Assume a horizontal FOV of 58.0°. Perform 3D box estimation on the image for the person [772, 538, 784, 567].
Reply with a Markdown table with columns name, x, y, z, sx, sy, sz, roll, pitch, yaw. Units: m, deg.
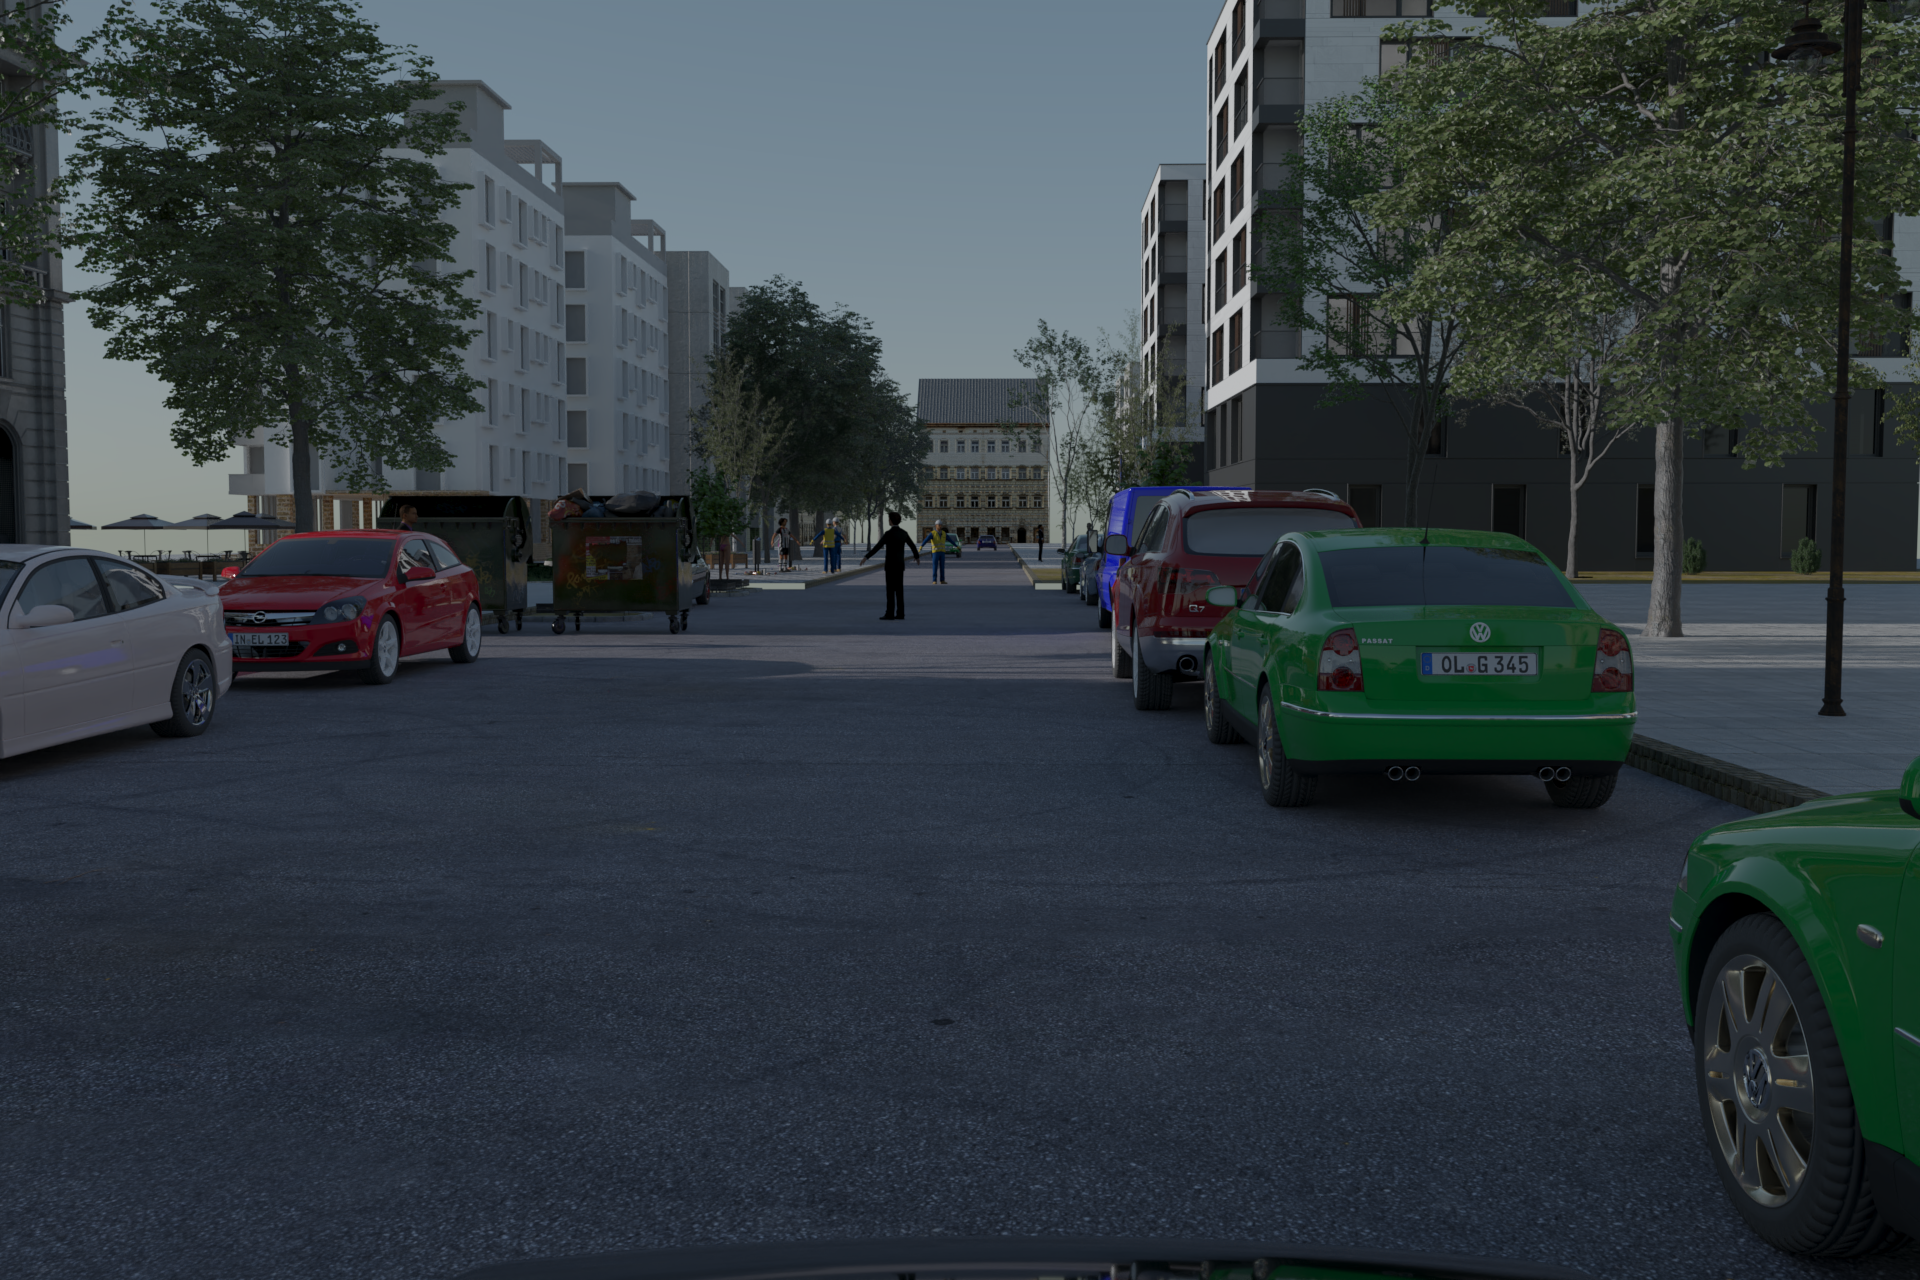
| name | x | y | z | sx | sy | sz | roll | pitch | yaw |
| --- | --- | --- | --- | --- | --- | --- | --- | --- | --- |
| person | -7.103 | -3.614 | 68.350 | 0.599 | 1.433 | 0.991 | 2 | 4 | 30 |

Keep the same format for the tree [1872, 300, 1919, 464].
| name | x | y | z | sx | sy | sz | roll | pitch | yaw |
| --- | --- | --- | --- | --- | --- | --- | --- | --- | --- |
| tree | 28.085 | -6.044 | 49.189 | 4.737 | 8.622 | 4.395 | 0 | 3 | 0 |

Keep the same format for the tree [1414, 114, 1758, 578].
| name | x | y | z | sx | sy | sz | roll | pitch | yaw |
| --- | --- | --- | --- | --- | --- | --- | --- | --- | --- |
| tree | 18.014 | -8.549 | 50.148 | 12.009 | 13.543 | 11.850 | 0 | 3 | 0 |

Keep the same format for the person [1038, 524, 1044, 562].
| name | x | y | z | sx | sy | sz | roll | pitch | yaw |
| --- | --- | --- | --- | --- | --- | --- | --- | --- | --- |
| person | 3.809 | -4.489 | 80.115 | 0.721 | 1.740 | 1.216 | 0 | 4 | 1 |

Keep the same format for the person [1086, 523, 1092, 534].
| name | x | y | z | sx | sy | sz | roll | pitch | yaw |
| --- | --- | --- | --- | --- | --- | --- | --- | --- | --- |
| person | 5.961 | -4.539 | 80.334 | 0.705 | 1.813 | 1.348 | 2 | 4 | 23 |

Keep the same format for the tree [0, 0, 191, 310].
| name | x | y | z | sx | sy | sz | roll | pitch | yaw |
| --- | --- | --- | --- | --- | --- | --- | --- | --- | --- |
| tree | -11.832 | -5.638 | 17.943 | 9.928 | 11.665 | 9.643 | 0 | 3 | 0 |

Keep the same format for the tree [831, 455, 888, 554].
| name | x | y | z | sx | sy | sz | roll | pitch | yaw |
| --- | --- | --- | --- | --- | --- | --- | --- | --- | --- |
| tree | -6.755 | -9.853 | 111.461 | 4.737 | 8.622 | 4.395 | 0 | 3 | 0 |

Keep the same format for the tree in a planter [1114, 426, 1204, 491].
| name | x | y | z | sx | sy | sz | roll | pitch | yaw |
| --- | --- | --- | --- | --- | --- | --- | --- | --- | --- |
| tree in a planter | 3.383 | -1.931 | 28.802 | 1.991 | 3.239 | 1.994 | 0 | 4 | 2 |

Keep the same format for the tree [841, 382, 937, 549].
| name | x | y | z | sx | sy | sz | roll | pitch | yaw |
| --- | --- | --- | --- | --- | --- | --- | --- | --- | --- |
| tree | -6.739 | -14.534 | 144.284 | 9.857 | 13.997 | 8.962 | 0 | 3 | 0 |

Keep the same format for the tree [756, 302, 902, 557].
| name | x | y | z | sx | sy | sz | roll | pitch | yaw |
| --- | --- | --- | --- | --- | --- | --- | --- | --- | --- |
| tree | -7.915 | -11.613 | 96.533 | 9.857 | 13.997 | 8.962 | 0 | 3 | 0 |

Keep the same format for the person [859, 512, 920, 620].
| name | x | y | z | sx | sy | sz | roll | pitch | yaw |
| --- | --- | --- | --- | --- | --- | --- | --- | --- | --- |
| person | -1.115 | -1.242 | 28.950 | 0.705 | 1.806 | 1.347 | 3 | 5 | 44 |

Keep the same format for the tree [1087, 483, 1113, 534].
| name | x | y | z | sx | sy | sz | roll | pitch | yaw |
| --- | --- | --- | --- | --- | --- | --- | --- | --- | --- |
| tree | 19.638 | -17.694 | 239.656 | 4.737 | 8.622 | 4.395 | 0 | 3 | 0 |

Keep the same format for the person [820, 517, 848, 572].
| name | x | y | z | sx | sy | sz | roll | pitch | yaw |
| --- | --- | --- | --- | --- | --- | --- | --- | --- | --- |
| person | -4.215 | -3.232 | 58.704 | 0.705 | 1.847 | 1.347 | 3 | 4 | 37 |

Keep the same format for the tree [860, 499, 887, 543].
| name | x | y | z | sx | sy | sz | roll | pitch | yaw |
| --- | --- | --- | --- | --- | --- | --- | --- | --- | --- |
| tree | -13.844 | -19.368 | 242.426 | 9.928 | 11.665 | 9.643 | 0 | 3 | 0 |

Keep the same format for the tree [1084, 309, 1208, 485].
| name | x | y | z | sx | sy | sz | roll | pitch | yaw |
| --- | --- | --- | --- | --- | --- | --- | --- | --- | --- |
| tree | 6.168 | -6.494 | 56.539 | 4.360 | 8.622 | 3.978 | 0 | 3 | 0 |

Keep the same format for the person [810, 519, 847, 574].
| name | x | y | z | sx | sy | sz | roll | pitch | yaw |
| --- | --- | --- | --- | --- | --- | --- | --- | --- | --- |
| person | -4.275 | -3.050 | 56.335 | 1.216 | 1.772 | 0.721 | -1 | 4 | -16 |

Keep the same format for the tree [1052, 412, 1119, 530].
| name | x | y | z | sx | sy | sz | roll | pitch | yaw |
| --- | --- | --- | --- | --- | --- | --- | --- | --- | --- |
| tree | 8.120 | -9.392 | 103.914 | 4.360 | 8.622 | 3.978 | 0 | 3 | 0 |

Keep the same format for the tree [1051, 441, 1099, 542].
| name | x | y | z | sx | sy | sz | roll | pitch | yaw |
| --- | --- | --- | --- | --- | --- | --- | --- | --- | --- |
| tree | 8.547 | -11.108 | 131.977 | 4.360 | 8.622 | 3.978 | 0 | 3 | 0 |

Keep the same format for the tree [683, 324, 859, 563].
| name | x | y | z | sx | sy | sz | roll | pitch | yaw |
| --- | --- | --- | --- | --- | --- | --- | --- | --- | --- |
| tree | -8.400 | -8.670 | 76.175 | 8.767 | 10.594 | 7.601 | 1 | 4 | 8 |

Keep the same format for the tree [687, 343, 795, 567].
| name | x | y | z | sx | sy | sz | roll | pitch | yaw |
| --- | --- | --- | --- | --- | --- | --- | --- | --- | --- |
| tree | -8.803 | -7.132 | 66.965 | 4.360 | 8.622 | 3.978 | 0 | 3 | 0 |

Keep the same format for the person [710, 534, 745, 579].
| name | x | y | z | sx | sy | sz | roll | pitch | yaw |
| --- | --- | --- | --- | --- | --- | --- | --- | --- | --- |
| person | -6.276 | -2.432 | 46.564 | 1.217 | 1.733 | 0.721 | 2 | 4 | 33 |

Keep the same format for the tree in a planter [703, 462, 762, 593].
| name | x | y | z | sx | sy | sz | roll | pitch | yaw |
| --- | --- | --- | --- | --- | --- | --- | --- | --- | --- |
| tree in a planter | -5.958 | -2.789 | 42.829 | 1.991 | 3.239 | 1.994 | 0 | 4 | 2 |

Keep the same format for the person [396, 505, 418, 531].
| name | x | y | z | sx | sy | sz | roll | pitch | yaw |
| --- | --- | --- | --- | --- | --- | --- | --- | --- | --- |
| person | -7.009 | -0.821 | 22.106 | 0.704 | 1.802 | 1.346 | 0 | 4 | -3 |

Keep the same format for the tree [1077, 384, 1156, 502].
| name | x | y | z | sx | sy | sz | roll | pitch | yaw |
| --- | --- | --- | --- | --- | --- | --- | --- | --- | --- |
| tree | 7.828 | -8.208 | 84.568 | 4.737 | 8.622 | 4.395 | 0 | 3 | 0 |

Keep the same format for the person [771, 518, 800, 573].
| name | x | y | z | sx | sy | sz | roll | pitch | yaw |
| --- | --- | --- | --- | --- | --- | --- | --- | --- | --- |
| person | -5.875 | -3.166 | 57.906 | 0.704 | 1.843 | 1.345 | 3 | 4 | 38 |

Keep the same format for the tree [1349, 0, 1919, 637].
| name | x | y | z | sx | sy | sz | roll | pitch | yaw |
| --- | --- | --- | --- | --- | --- | --- | --- | --- | --- |
| tree | 8.864 | -6.339 | 21.771 | 7.486 | 12.596 | 7.792 | 0 | 3 | 0 |

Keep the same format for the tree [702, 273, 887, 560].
| name | x | y | z | sx | sy | sz | roll | pitch | yaw |
| --- | --- | --- | --- | --- | --- | --- | --- | --- | --- |
| tree | -8.094 | -10.890 | 84.714 | 9.857 | 13.997 | 8.962 | 0 | 3 | 0 |

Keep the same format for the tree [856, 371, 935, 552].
| name | x | y | z | sx | sy | sz | roll | pitch | yaw |
| --- | --- | --- | --- | --- | --- | --- | --- | --- | --- |
| tree | -6.540 | -13.231 | 126.691 | 12.009 | 13.543 | 11.850 | 0 | 3 | 0 |

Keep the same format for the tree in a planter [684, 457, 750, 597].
| name | x | y | z | sx | sy | sz | roll | pitch | yaw |
| --- | --- | --- | --- | --- | --- | --- | --- | --- | --- |
| tree in a planter | -5.965 | -2.631 | 40.246 | 1.991 | 3.239 | 1.994 | 0 | 4 | 2 |

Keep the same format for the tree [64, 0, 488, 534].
| name | x | y | z | sx | sy | sz | roll | pitch | yaw |
| --- | --- | --- | --- | --- | --- | --- | --- | --- | --- |
| tree | -12.864 | -6.993 | 32.455 | 7.486 | 12.596 | 7.792 | 0 | 3 | 0 |

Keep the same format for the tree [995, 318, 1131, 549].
| name | x | y | z | sx | sy | sz | roll | pitch | yaw |
| --- | --- | --- | --- | --- | --- | --- | --- | --- | --- |
| tree | 9.085 | -18.051 | 151.028 | 12.611 | 20.169 | 13.585 | 0 | 3 | 0 |

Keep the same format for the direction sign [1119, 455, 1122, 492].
| name | x | y | z | sx | sy | sz | roll | pitch | yaw |
| --- | --- | --- | --- | --- | --- | --- | --- | --- | --- |
| direction sign | 4.612 | -3.538 | 49.842 | 0.379 | 3.537 | 0.876 | 0 | 4 | 1 |

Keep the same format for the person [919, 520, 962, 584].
| name | x | y | z | sx | sy | sz | roll | pitch | yaw |
| --- | --- | --- | --- | --- | --- | --- | --- | --- | --- |
| person | -0.595 | -2.515 | 49.546 | 1.349 | 1.833 | 0.705 | -2 | 4 | -25 |
